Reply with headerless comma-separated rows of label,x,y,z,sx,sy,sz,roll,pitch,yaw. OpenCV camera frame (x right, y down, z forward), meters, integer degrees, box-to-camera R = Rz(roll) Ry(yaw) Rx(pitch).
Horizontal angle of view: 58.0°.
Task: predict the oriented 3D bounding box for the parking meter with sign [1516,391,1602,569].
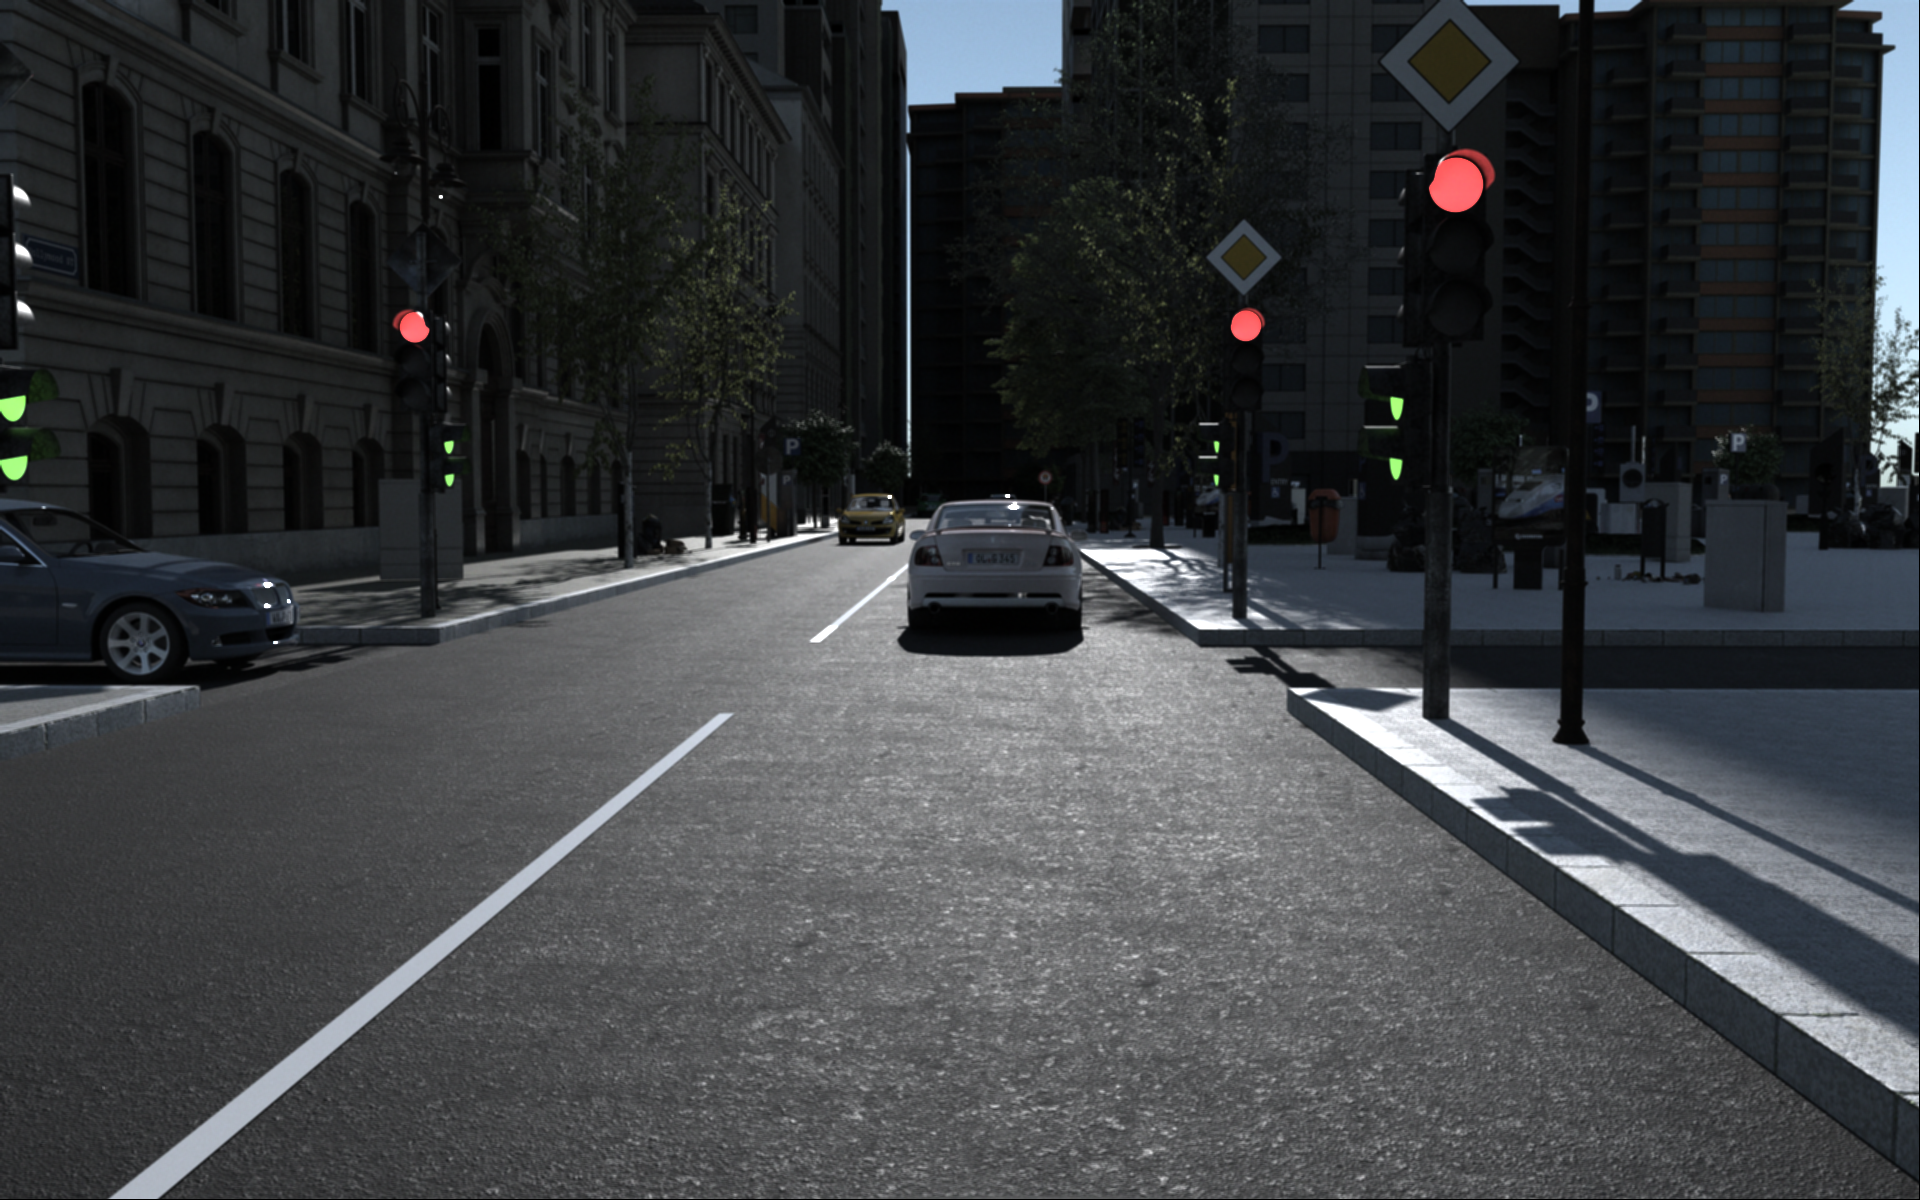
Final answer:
parking meter with sign,10.321,-2.070,30.107,0.543,3.016,1.738,-1,4,-18

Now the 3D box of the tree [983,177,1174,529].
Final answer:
tree,4.527,-8.842,62.688,7.486,12.596,7.792,0,3,0

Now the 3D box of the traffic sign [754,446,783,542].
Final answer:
traffic sign,-5.118,-2.821,46.236,0.768,2.556,0.104,0,4,4

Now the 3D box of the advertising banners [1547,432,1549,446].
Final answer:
advertising banners,16.790,-3.268,49.622,0.090,3.025,2.074,1,4,17

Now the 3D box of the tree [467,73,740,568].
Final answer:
tree,-5.983,-4.857,29.775,4.737,8.622,4.395,0,3,0

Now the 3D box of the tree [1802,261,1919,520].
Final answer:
tree,28.423,-6.363,54.397,4.360,8.622,3.978,0,3,0

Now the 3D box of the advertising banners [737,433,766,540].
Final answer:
advertising banners,-5.892,-3.243,49.214,0.090,3.025,2.074,1,4,15

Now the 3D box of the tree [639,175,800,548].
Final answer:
tree,-5.910,-5.538,40.906,4.360,8.622,3.978,0,3,0

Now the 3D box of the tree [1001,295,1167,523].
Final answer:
tree,5.261,-8.665,76.080,8.767,10.594,7.601,3,4,38

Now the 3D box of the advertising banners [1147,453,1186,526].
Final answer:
advertising banners,8.294,-4.512,69.952,0.090,3.025,2.074,-3,5,-44

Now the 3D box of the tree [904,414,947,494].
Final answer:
tree,-3.127,-12.724,158.399,4.737,8.622,4.395,0,3,0

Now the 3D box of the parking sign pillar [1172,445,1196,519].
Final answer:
parking sign pillar,11.879,-6.268,90.949,1.447,3.967,1.447,-2,4,-25

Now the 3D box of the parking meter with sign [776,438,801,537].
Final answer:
parking meter with sign,-5.256,-3.463,52.876,0.543,3.016,1.738,0,4,5

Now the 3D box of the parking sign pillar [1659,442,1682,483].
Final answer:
parking sign pillar,37.259,-6.261,90.845,1.447,3.967,1.447,-1,4,-12

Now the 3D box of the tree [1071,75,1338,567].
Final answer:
tree,4.407,-4.890,30.315,4.360,8.622,3.978,0,3,0

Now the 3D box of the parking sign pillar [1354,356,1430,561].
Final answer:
parking sign pillar,8.494,-2.781,33.940,1.447,3.967,1.447,-1,4,-11

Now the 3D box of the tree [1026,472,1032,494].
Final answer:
tree,6.131,-9.526,150.358,1.663,3.219,1.824,0,3,0

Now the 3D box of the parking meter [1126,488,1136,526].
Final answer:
parking meter,6.889,-3.753,69.771,0.372,1.533,0.369,0,3,0

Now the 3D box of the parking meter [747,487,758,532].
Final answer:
parking meter,-7.041,-3.075,58.683,0.372,1.533,0.369,0,3,0

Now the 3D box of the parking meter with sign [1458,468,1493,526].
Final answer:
parking meter with sign,15.743,-3.378,51.494,1.738,3.016,0.543,2,4,26

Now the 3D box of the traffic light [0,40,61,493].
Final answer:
traffic light,-5.698,-1.288,9.980,0.839,4.253,0.868,0,4,1

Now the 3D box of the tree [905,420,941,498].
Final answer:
tree,-3.863,-13.469,170.578,4.360,8.622,3.978,0,3,0

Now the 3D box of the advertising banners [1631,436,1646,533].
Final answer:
advertising banners,20.257,-3.398,51.745,0.090,3.025,2.074,2,4,32

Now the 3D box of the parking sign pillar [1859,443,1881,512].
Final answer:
parking sign pillar,45.096,-5.976,86.178,1.447,3.967,1.447,-1,4,-14

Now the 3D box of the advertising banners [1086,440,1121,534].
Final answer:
advertising banners,4.700,-3.689,56.509,0.090,3.025,2.074,-2,4,-28

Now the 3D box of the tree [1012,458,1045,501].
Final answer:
tree,6.334,-10.570,156.529,4.285,4.588,4.351,0,3,0

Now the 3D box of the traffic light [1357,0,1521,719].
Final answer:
traffic light,2.712,-1.279,9.825,0.839,4.253,0.868,0,4,1

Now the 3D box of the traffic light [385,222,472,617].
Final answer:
traffic light,-5.535,-1.776,17.964,0.839,4.253,0.868,0,4,1

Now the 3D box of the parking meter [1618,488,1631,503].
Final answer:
parking meter,27.101,-3.818,70.831,0.372,1.533,0.369,0,3,0

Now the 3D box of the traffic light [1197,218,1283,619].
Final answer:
traffic light,2.875,-1.767,17.808,0.839,4.253,0.868,0,4,1

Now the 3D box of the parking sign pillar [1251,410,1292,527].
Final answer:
parking sign pillar,9.815,-4.044,54.590,1.447,3.967,1.447,-2,4,-30

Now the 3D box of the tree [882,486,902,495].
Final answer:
tree,-4.484,-7.290,113.793,1.663,3.219,1.824,0,3,0

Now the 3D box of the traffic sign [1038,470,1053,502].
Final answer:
traffic sign,4.600,-5.699,93.288,0.768,2.556,0.104,0,4,7

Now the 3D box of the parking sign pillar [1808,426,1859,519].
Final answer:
parking sign pillar,34.791,-4.951,69.423,1.447,3.967,1.447,-3,4,-39

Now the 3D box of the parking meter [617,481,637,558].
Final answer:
parking meter,-6.698,-1.617,34.848,0.372,1.533,0.369,0,3,0

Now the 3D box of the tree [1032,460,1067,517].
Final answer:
tree,5.309,-6.284,97.346,1.663,3.219,1.824,0,3,0

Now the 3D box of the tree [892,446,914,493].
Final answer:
tree,-4.232,-7.259,102.392,4.285,4.588,4.351,0,3,0

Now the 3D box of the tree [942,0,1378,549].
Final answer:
tree,4.730,-7.965,40.593,12.009,13.543,11.850,0,3,0

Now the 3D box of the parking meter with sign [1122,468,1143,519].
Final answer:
parking meter with sign,8.848,-5.691,89.308,0.543,3.016,1.738,-2,4,-29

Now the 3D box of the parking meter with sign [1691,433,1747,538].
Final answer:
parking meter with sign,21.931,-3.302,50.250,0.543,3.016,1.738,-1,4,-17

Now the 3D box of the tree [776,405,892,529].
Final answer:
tree,-5.273,-4.908,63.961,4.285,4.588,4.351,0,3,0

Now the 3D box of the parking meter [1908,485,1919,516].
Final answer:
parking meter,25.409,-2.301,46.029,0.372,1.533,0.369,0,3,0
